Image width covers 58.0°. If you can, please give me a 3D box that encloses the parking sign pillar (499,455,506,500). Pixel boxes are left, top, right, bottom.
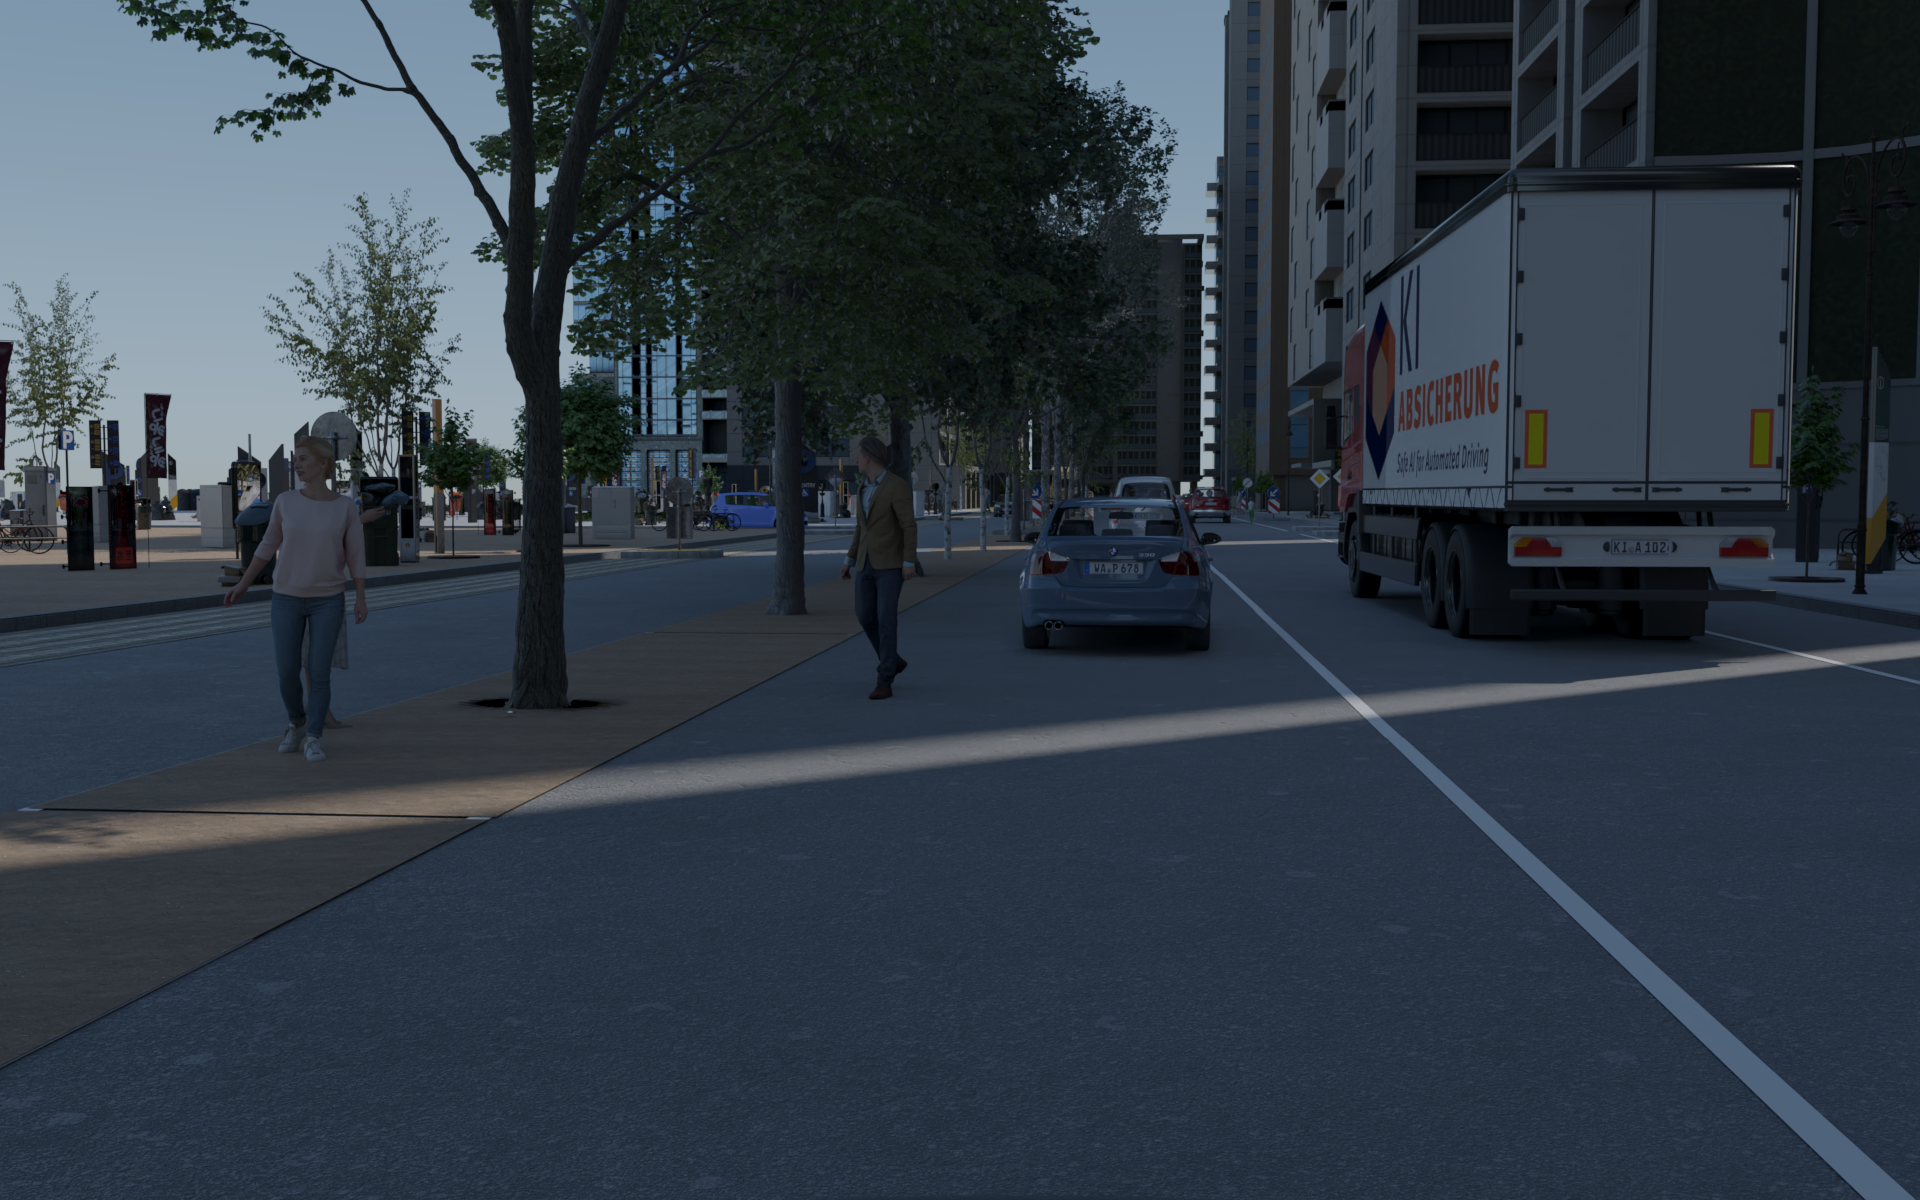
[{"bbox_3d":[-31.313,-7.956,118.551,1.447,3.967,1.447,-1,4,-12],"label":"parking sign pillar"}]

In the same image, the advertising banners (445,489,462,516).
[{"bbox_3d":[-30.193,-6.530,102.960,0.090,3.025,2.074,2,4,31],"label":"advertising banners"}]

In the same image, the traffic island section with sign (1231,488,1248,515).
[{"bbox_3d":[19.380,-6.832,120.333,1.989,1.847,2.006,0,4,6],"label":"traffic island section with sign"}]

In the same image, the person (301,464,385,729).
[{"bbox_3d":[-3.816,-0.093,10.584,0.524,1.755,0.480,-2,4,-32],"label":"person"}]

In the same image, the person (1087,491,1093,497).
[{"bbox_3d":[3.630,-2.292,48.566,0.523,1.515,0.503,-1,4,-13],"label":"person"}]

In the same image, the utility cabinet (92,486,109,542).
[{"bbox_3d":[-22.831,-2.298,46.246,0.318,1.500,1.173,0,4,2],"label":"utility cabinet"}]

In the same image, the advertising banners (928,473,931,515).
[{"bbox_3d":[-1.874,-6.722,106.092,0.090,3.025,2.074,0,4,2],"label":"advertising banners"}]

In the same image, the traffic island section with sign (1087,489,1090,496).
[{"bbox_3d":[10.449,-8.284,143.586,2.006,1.907,1.989,0,4,6],"label":"traffic island section with sign"}]

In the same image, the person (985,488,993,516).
[{"bbox_3d":[1.759,-6.384,113.053,0.728,1.800,0.709,1,4,9],"label":"person"}]

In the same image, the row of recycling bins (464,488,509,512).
[{"bbox_3d":[-33.487,-7.069,122.698,3.534,1.692,1.069,1,4,10],"label":"row of recycling bins"}]

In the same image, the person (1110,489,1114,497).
[{"bbox_3d":[12.044,-7.922,138.030,0.388,1.821,0.555,0,4,2],"label":"person"}]

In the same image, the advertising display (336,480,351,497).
[{"bbox_3d":[-28.918,-4.662,81.431,0.974,1.923,0.123,-3,5,-43],"label":"advertising display"}]

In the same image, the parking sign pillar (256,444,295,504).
[{"bbox_3d":[-36.634,-6.404,93.171,1.447,3.967,1.447,3,4,37],"label":"parking sign pillar"}]

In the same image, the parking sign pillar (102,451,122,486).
[{"bbox_3d":[-52.964,-7.339,108.460,1.447,3.967,1.447,-3,4,-38],"label":"parking sign pillar"}]

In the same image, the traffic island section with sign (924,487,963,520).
[{"bbox_3d":[-0.853,-5.262,94.661,1.989,1.847,2.006,0,4,6],"label":"traffic island section with sign"}]

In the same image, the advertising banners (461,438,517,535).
[{"bbox_3d":[-14.664,-3.538,54.031,2.074,3.025,0.090,2,4,29],"label":"advertising banners"}]

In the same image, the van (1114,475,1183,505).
[{"bbox_3d":[4.534,-2.190,42.822,2.013,2.044,4.112,0,4,4],"label":"van"}]

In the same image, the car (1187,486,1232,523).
[{"bbox_3d":[12.522,-4.783,86.875,2.281,1.827,5.304,0,4,7],"label":"car"}]

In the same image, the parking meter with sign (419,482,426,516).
[{"bbox_3d":[-31.313,-6.320,99.598,1.738,3.016,0.543,3,5,44],"label":"parking meter with sign"}]

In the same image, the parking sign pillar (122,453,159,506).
[{"bbox_3d":[-42.238,-6.207,89.949,1.447,3.967,1.447,1,4,12],"label":"parking sign pillar"}]

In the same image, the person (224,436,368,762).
[{"bbox_3d":[-3.589,-0.012,9.372,0.731,1.740,0.598,-1,4,-18],"label":"person"}]

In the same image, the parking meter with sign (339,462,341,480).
[{"bbox_3d":[-33.337,-6.077,95.613,1.738,3.016,0.543,-1,4,-14],"label":"parking meter with sign"}]

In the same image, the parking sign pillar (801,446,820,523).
[{"bbox_3d":[-6.924,-5.373,76.326,1.447,3.967,1.447,-2,4,-28],"label":"parking sign pillar"}]

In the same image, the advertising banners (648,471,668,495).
[{"bbox_3d":[-23.294,-8.318,132.191,2.074,3.025,0.090,1,4,9],"label":"advertising banners"}]

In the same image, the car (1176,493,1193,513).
[{"bbox_3d":[14.622,-6.115,109.021,2.155,1.783,4.494,0,4,6],"label":"car"}]

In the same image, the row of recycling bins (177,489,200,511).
[{"bbox_3d":[-59.588,-7.810,134.812,1.069,1.692,3.534,1,4,17],"label":"row of recycling bins"}]

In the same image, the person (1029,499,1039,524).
[{"bbox_3d":[3.537,-4.529,82.800,0.529,1.795,0.600,3,4,38],"label":"person"}]

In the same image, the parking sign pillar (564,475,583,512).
[{"bbox_3d":[-27.984,-8.359,125.149,1.447,3.967,1.447,2,4,30],"label":"parking sign pillar"}]

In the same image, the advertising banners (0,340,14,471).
[{"bbox_3d":[-11.627,-1.409,19.229,2.074,3.025,0.090,-2,4,-33],"label":"advertising banners"}]

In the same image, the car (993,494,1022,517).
[{"bbox_3d":[3.104,-6.020,108.214,2.009,1.686,4.222,0,4,7],"label":"car"}]

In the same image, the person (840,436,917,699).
[{"bbox_3d":[-0.582,-0.245,12.413,0.656,1.842,0.836,1,4,15],"label":"person"}]

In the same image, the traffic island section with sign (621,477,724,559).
[{"bbox_3d":[-6.421,-1.862,39.077,1.989,1.847,2.006,0,4,6],"label":"traffic island section with sign"}]

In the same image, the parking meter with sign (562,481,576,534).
[{"bbox_3d":[-13.158,-3.660,56.099,0.543,3.016,1.738,2,4,25],"label":"parking meter with sign"}]

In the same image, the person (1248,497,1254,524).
[{"bbox_3d":[14.101,-4.351,83.886,0.306,1.304,0.590,1,4,17],"label":"person"}]

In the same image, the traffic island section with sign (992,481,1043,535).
[{"bbox_3d":[2.224,-3.261,61.450,2.006,1.907,1.989,0,4,6],"label":"traffic island section with sign"}]

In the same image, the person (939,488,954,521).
[{"bbox_3d":[-0.748,-5.127,92.608,0.850,1.792,0.678,1,4,14],"label":"person"}]

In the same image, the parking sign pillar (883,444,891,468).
[{"bbox_3d":[-4.113,-6.181,89.527,1.447,3.967,1.447,-1,4,-18],"label":"parking sign pillar"}]

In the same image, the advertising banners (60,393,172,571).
[{"bbox_3d":[-14.324,-2.038,29.502,0.090,3.025,2.074,2,4,31],"label":"advertising banners"}]

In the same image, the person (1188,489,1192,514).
[{"bbox_3d":[16.022,-6.875,121.077,0.590,1.801,0.661,2,4,30],"label":"person"}]

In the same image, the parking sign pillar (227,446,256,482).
[{"bbox_3d":[-39.924,-6.653,97.242,1.447,3.967,1.447,0,4,3],"label":"parking sign pillar"}]

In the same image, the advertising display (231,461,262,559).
[{"bbox_3d":[-14.160,-1.786,34.409,0.123,1.923,0.974,0,4,5],"label":"advertising display"}]

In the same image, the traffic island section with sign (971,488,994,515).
[{"bbox_3d":[1.821,-6.904,121.503,1.989,1.847,2.006,0,4,6],"label":"traffic island section with sign"}]

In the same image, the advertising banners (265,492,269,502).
[{"bbox_3d":[-48.665,-7.630,120.932,2.074,3.025,0.090,2,4,25],"label":"advertising banners"}]

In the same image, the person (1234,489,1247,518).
[{"bbox_3d":[17.039,-5.869,105.210,0.760,1.731,0.466,-1,4,-10],"label":"person"}]

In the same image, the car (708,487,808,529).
[{"bbox_3d":[-7.526,-3.370,64.695,3.694,1.707,1.945,0,4,6],"label":"car"}]

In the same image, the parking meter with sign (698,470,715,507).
[{"bbox_3d":[-18.429,-8.014,127.290,0.543,3.016,1.738,2,4,32],"label":"parking meter with sign"}]

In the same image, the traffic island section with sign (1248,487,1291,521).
[{"bbox_3d":[16.595,-5.131,92.523,1.989,1.847,2.006,0,4,6],"label":"traffic island section with sign"}]

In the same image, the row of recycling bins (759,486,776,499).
[{"bbox_3d":[-8.729,-4.876,86.829,3.534,1.692,1.069,3,5,39],"label":"row of recycling bins"}]

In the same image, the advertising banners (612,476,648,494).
[{"bbox_3d":[-19.102,-6.319,99.506,2.074,3.025,0.090,-2,4,-27],"label":"advertising banners"}]

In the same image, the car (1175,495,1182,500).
[{"bbox_3d":[16.428,-7.372,132.886,2.083,1.381,4.827,0,4,7],"label":"car"}]

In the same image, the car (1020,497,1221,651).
[{"bbox_3d":[1.597,-0.320,17.235,2.014,1.417,4.499,0,4,7],"label":"car"}]
